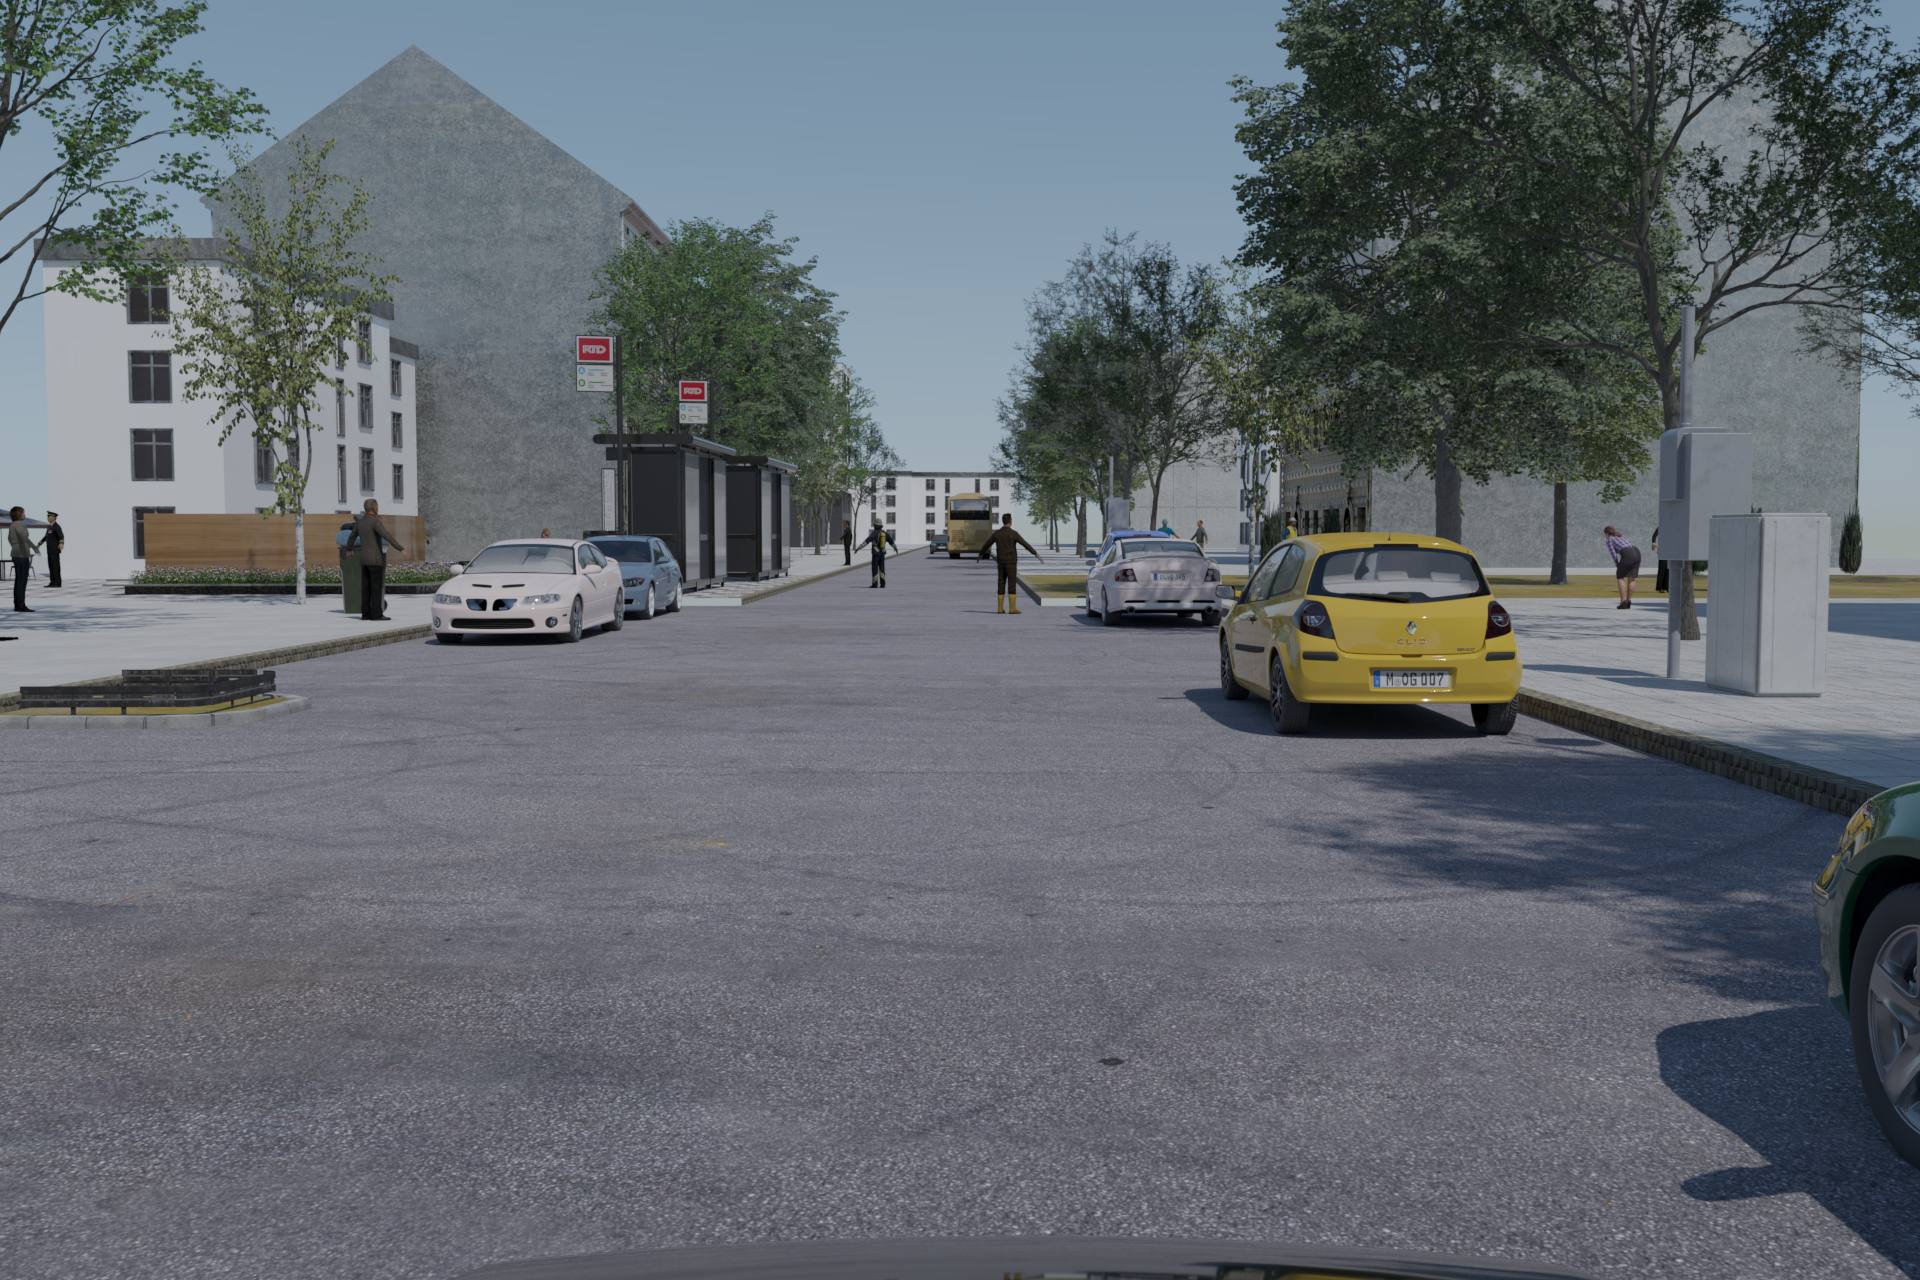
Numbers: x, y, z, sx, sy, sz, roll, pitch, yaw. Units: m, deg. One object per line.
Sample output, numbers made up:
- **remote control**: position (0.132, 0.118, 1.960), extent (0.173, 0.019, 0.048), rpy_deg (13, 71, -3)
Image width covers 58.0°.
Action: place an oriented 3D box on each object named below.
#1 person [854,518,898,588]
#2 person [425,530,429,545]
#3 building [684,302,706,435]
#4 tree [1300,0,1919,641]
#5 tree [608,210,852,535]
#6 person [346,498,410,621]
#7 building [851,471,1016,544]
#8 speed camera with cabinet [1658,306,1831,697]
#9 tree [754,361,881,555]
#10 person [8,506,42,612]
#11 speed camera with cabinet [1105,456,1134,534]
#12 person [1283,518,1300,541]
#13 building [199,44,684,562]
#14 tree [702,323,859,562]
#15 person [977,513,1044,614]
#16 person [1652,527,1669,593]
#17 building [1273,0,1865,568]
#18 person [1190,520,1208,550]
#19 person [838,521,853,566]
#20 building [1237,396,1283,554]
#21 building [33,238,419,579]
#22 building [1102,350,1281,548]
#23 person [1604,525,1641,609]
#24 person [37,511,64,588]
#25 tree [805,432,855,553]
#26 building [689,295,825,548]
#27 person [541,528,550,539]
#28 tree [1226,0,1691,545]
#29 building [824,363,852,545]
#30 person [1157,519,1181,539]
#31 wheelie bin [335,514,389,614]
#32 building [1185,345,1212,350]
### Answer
- **person**: position (-2.176, -2.300, 45.842), extent (1.354, 1.856, 0.705), rpy_deg (-2, 4, -35)
- **person**: position (-19.519, -3.462, 62.367), extent (1.354, 1.858, 0.705), rpy_deg (2, 4, 34)
- **building**: position (-27.285, -15.058, 112.649), extent (16.747, 18.905, 31.486), rpy_deg (0, 4, 0)
- **tree**: position (8.692, -5.295, 20.987), extent (8.767, 10.594, 7.601), rpy_deg (-2, 4, -24)
- **tree**: position (-9.038, -9.850, 67.696), extent (9.857, 13.997, 8.962), rpy_deg (0, 3, 0)
- **person**: position (-8.699, -1.193, 25.691), extent (1.348, 1.807, 0.705), rpy_deg (2, 4, 32)
- **building**: position (-6.661, -17.473, 230.289), extent (28.070, 9.664, 9.099), rpy_deg (0, 4, -5)
- **speed camera with cabinet**: position (6.525, -1.232, 14.483), extent (0.660, 3.252, 2.038), rpy_deg (0, 3, 0)
- **tree**: position (-8.643, -10.925, 104.381), extent (9.928, 11.665, 9.643), rpy_deg (0, 3, 0)
- **person**: position (-15.403, -1.332, 28.540), extent (1.215, 1.744, 0.721), rpy_deg (3, 5, 45)
- **speed camera with cabinet**: position (4.025, -3.009, 43.530), extent (0.660, 3.252, 2.038), rpy_deg (0, 4, 1)
- **person**: position (11.145, -3.184, 58.020), extent (1.349, 1.833, 0.705), rpy_deg (-3, 5, -45)
- **building**: position (-24.572, -15.684, 87.366), extent (19.493, 23.208, 18.063), rpy_deg (0, 4, 0)
- **tree**: position (-8.403, -9.465, 80.506), extent (9.928, 11.665, 9.643), rpy_deg (0, 3, 0)
- **person**: position (0.858, -1.375, 31.076), extent (1.346, 1.812, 0.704), rpy_deg (2, 4, 29)
- **person**: position (15.355, -1.887, 37.571), extent (1.216, 1.740, 0.721), rpy_deg (-3, 4, -36)
- **building**: position (24.731, -14.871, 74.068), extent (19.493, 23.208, 18.063), rpy_deg (0, 3, 0)
- **person**: position (8.778, -3.501, 63.517), extent (0.705, 1.796, 1.348), rpy_deg (-1, 4, -21)
- **person**: position (-4.602, -3.920, 70.323), extent (0.704, 1.802, 1.346), rpy_deg (1, 4, 18)
- **building**: position (23.291, -9.978, 105.284), extent (9.099, 9.664, 28.070), rpy_deg (0, 4, 1)
- **building**: position (-25.161, -7.412, 63.341), extent (9.099, 9.664, 28.070), rpy_deg (0, 4, 1)
- **building**: position (23.911, -18.881, 175.159), extent (16.747, 18.905, 31.486), rpy_deg (0, 4, 1)
- **person**: position (11.253, -1.238, 29.512), extent (0.421, 1.427, 0.697), rpy_deg (-2, 4, -27)
- **person**: position (-21.669, -2.166, 41.344), extent (1.347, 1.837, 0.705), rpy_deg (3, 4, 39)
- **tree**: position (-8.810, -10.118, 115.785), extent (4.360, 8.622, 3.978), rpy_deg (0, 3, 0)
- **building**: position (-28.092, -19.387, 160.955), extent (27.936, 21.610, 32.646), rpy_deg (0, 4, 1)
- **person**: position (-10.547, -2.152, 44.457), extent (0.599, 1.433, 0.991), rpy_deg (1, 4, 23)
- **tree**: position (9.556, -7.751, 33.377), extent (9.857, 13.997, 8.962), rpy_deg (0, 3, 0)
- **building**: position (-27.989, -22.043, 204.380), extent (27.936, 21.610, 32.646), rpy_deg (0, 4, 1)
- **person**: position (7.296, -3.399, 61.700), extent (1.347, 1.817, 0.704), rpy_deg (1, 4, 8)
- **wheelie bin**: position (-9.681, -1.230, 28.021), extent (0.693, 1.594, 0.980), rpy_deg (0, 4, 0)
- **building**: position (26.927, -22.882, 205.056), extent (19.493, 23.208, 18.063), rpy_deg (0, 4, 1)
